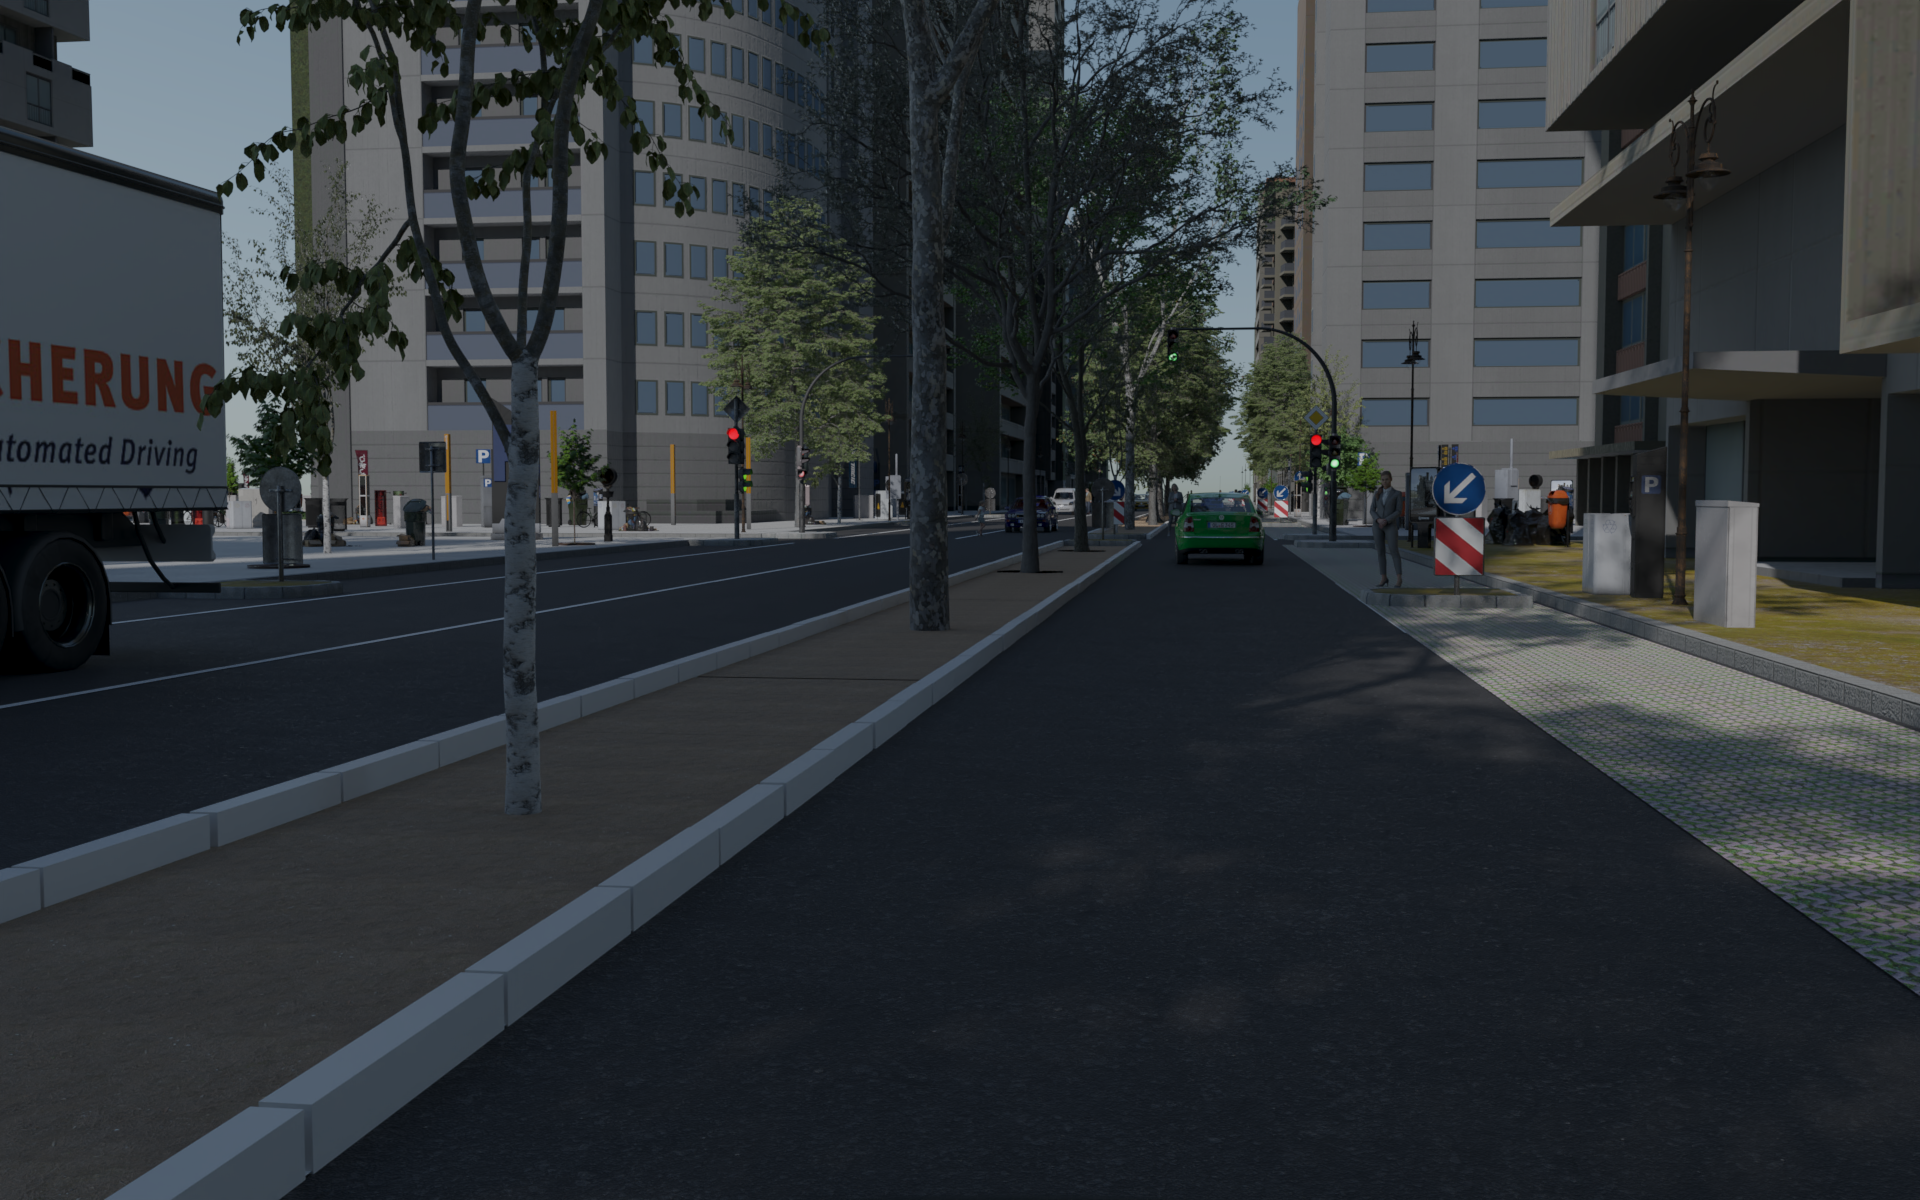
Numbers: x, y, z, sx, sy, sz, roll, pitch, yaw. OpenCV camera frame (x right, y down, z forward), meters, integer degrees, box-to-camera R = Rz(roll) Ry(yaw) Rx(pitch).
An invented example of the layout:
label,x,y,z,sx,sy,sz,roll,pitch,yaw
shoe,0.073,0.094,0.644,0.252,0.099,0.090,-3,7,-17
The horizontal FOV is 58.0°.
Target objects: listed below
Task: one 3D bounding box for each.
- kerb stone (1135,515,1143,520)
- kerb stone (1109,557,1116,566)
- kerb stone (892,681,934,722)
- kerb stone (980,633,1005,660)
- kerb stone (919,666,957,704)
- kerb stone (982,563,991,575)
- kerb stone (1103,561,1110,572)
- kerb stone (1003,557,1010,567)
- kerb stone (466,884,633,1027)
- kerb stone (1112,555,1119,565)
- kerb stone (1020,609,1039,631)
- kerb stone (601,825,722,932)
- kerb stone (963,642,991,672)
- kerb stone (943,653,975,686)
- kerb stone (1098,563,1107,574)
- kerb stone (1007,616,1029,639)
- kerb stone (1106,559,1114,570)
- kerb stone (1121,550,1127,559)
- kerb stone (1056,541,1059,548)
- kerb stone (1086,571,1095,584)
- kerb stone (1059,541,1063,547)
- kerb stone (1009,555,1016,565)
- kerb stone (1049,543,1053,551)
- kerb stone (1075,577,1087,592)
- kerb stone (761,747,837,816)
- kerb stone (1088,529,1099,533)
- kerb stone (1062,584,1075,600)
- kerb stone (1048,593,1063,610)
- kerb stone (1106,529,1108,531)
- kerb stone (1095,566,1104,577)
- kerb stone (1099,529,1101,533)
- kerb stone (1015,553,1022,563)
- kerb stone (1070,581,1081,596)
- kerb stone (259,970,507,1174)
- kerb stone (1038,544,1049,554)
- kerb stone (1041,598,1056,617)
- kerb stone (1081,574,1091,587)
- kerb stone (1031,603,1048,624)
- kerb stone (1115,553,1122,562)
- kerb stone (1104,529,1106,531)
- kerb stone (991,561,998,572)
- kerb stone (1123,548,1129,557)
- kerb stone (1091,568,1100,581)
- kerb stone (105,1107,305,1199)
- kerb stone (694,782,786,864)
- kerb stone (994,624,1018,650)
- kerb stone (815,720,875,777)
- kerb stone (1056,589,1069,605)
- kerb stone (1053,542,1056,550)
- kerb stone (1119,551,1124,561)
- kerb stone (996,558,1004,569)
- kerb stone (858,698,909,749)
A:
label,x,y,z,sx,sy,sz,roll,pitch,yaw
kerb stone,10.251,-4.719,99.348,0.120,0.150,1.000,1,4,8
kerb stone,2.892,-0.694,33.565,0.120,0.150,1.000,1,4,8
kerb stone,-0.322,0.669,11.249,0.120,0.150,1.000,1,4,8
kerb stone,0.257,0.427,15.302,0.120,0.150,1.000,1,4,8
kerb stone,-0.173,0.609,12.261,0.120,0.150,1.000,1,4,8
kerb stone,0.384,-0.527,30.828,0.120,0.150,1.000,1,4,8
kerb stone,2.600,-0.571,31.537,0.120,0.150,1.000,1,4,8
kerb stone,0.821,-0.714,33.872,0.120,0.150,1.000,1,4,8
kerb stone,-1.204,1.042,5.157,0.120,0.150,1.000,1,4,8
kerb stone,3.036,-0.755,34.578,0.120,0.150,1.000,1,4,8
kerb stone,0.699,0.236,18.337,0.120,0.150,1.000,1,4,8
kerb stone,-1.057,0.980,6.169,0.120,0.150,1.000,1,4,8
kerb stone,0.116,0.487,14.285,0.120,0.150,1.000,1,4,8
kerb stone,-0.028,0.550,13.273,0.120,0.150,1.000,1,4,8
kerb stone,2.457,-0.506,30.520,0.120,0.150,1.000,1,4,8
kerb stone,0.550,0.298,17.325,0.120,0.150,1.000,1,4,8
kerb stone,2.750,-0.627,32.549,0.120,0.150,1.000,1,4,8
kerb stone,3.490,-0.944,37.629,0.120,0.150,1.000,1,4,8
kerb stone,2.416,-1.389,45.030,0.120,0.150,1.000,1,4,8
kerb stone,2.013,-0.321,27.468,0.120,0.150,1.000,1,4,8
kerb stone,2.569,-1.459,46.048,0.120,0.150,1.000,1,4,8
kerb stone,0.956,-0.776,34.885,0.120,0.150,1.000,1,4,8
kerb stone,2.134,-1.273,43.004,0.120,0.150,1.000,1,4,8
kerb stone,1.732,-0.196,25.436,0.120,0.150,1.000,1,4,8
kerb stone,-0.759,0.856,8.199,0.120,0.150,1.000,1,4,8
kerb stone,4.687,-2.357,60.740,0.120,0.150,1.000,1,4,8
kerb stone,1.423,-0.074,23.412,0.120,0.150,1.000,1,4,8
kerb stone,1.134,0.051,21.379,0.120,0.150,1.000,1,4,8
kerb stone,5.427,-2.668,65.819,0.120,0.150,1.000,1,4,8
kerb stone,2.311,-0.439,29.496,0.120,0.150,1.000,1,4,8
kerb stone,4.834,-2.420,61.760,0.120,0.150,1.000,1,4,8
kerb stone,1.111,-0.839,35.905,0.120,0.150,1.000,1,4,8
kerb stone,1.572,-0.136,24.423,0.120,0.150,1.000,1,4,8
kerb stone,-1.350,1.104,4.145,0.120,0.150,1.000,1,4,8
kerb stone,1.989,-1.210,41.979,0.120,0.150,1.000,1,4,8
kerb stone,0.994,0.112,20.362,0.120,0.150,1.000,1,4,8
kerb stone,1.868,-0.259,26.454,0.120,0.150,1.000,1,4,8
kerb stone,0.852,0.174,19.349,0.120,0.150,1.000,1,4,8
kerb stone,3.184,-0.819,35.592,0.120,0.150,1.000,1,4,8
kerb stone,5.279,-2.600,64.797,0.120,0.150,1.000,1,4,8
kerb stone,0.527,-0.590,31.849,0.120,0.150,1.000,1,4,8
kerb stone,3.624,-1.006,38.647,0.120,0.150,1.000,1,4,8
kerb stone,2.164,-0.380,28.482,0.120,0.150,1.000,1,4,8
kerb stone,-1.498,1.166,3.129,0.120,0.150,1.000,1,4,8
kerb stone,-0.911,0.923,7.181,0.120,0.150,1.000,1,4,8
kerb stone,0.411,0.360,16.312,0.120,0.150,1.000,1,4,8
kerb stone,-0.620,0.794,9.212,0.120,0.150,1.000,1,4,8
kerb stone,1.280,-0.010,22.391,0.120,0.150,1.000,1,4,8
kerb stone,2.282,-1.334,44.016,0.120,0.150,1.000,1,4,8
kerb stone,3.327,-0.882,36.610,0.120,0.150,1.000,1,4,8
kerb stone,0.674,-0.647,32.861,0.120,0.150,1.000,1,4,8
kerb stone,-0.463,0.731,10.237,0.120,0.150,1.000,1,4,8
